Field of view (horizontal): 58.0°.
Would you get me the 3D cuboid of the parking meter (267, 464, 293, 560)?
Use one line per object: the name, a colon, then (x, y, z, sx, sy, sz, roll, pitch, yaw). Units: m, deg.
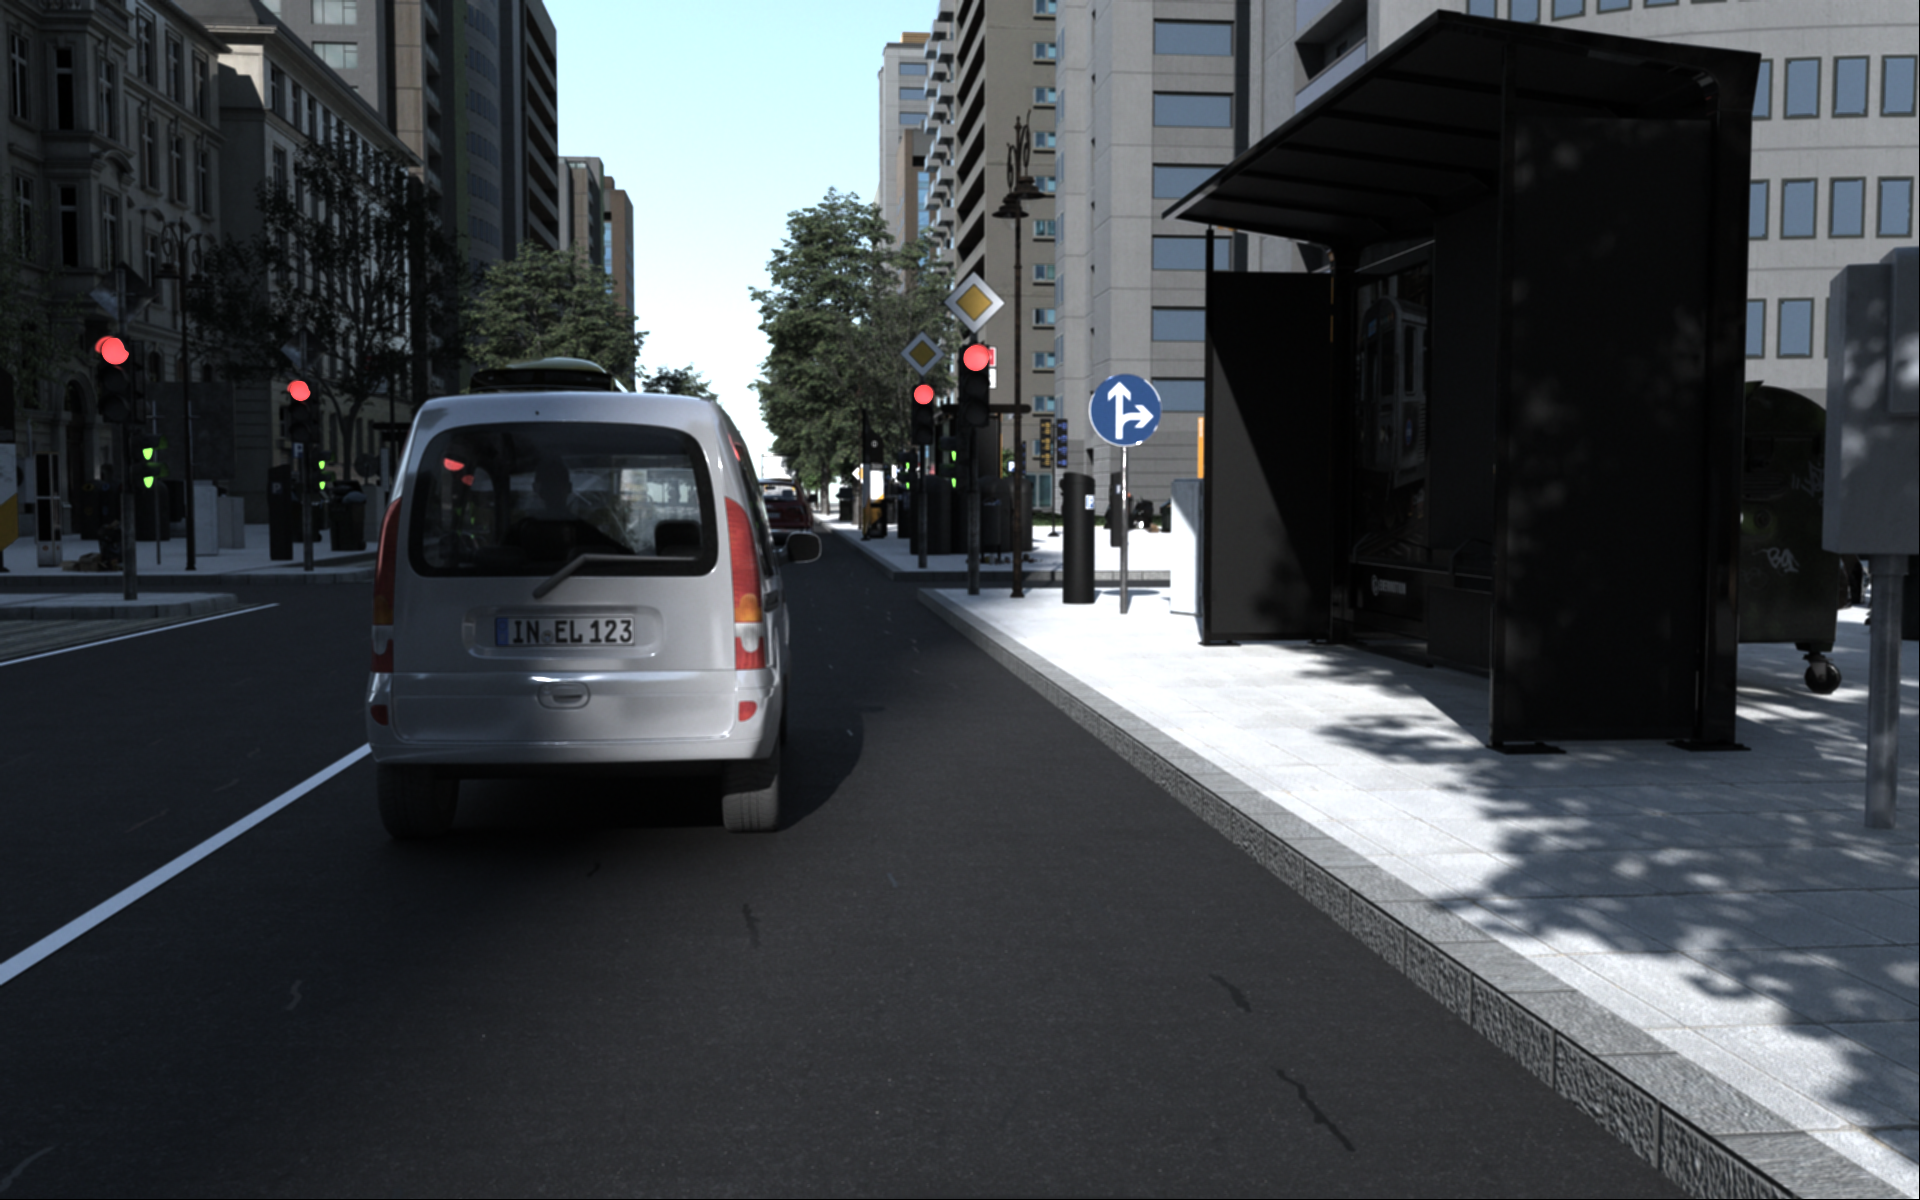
parking meter: (-13.187, -1.704, 33.579, 0.399, 1.863, 0.255, 0, 4, 6)

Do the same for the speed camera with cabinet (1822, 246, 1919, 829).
speed camera with cabinet: (4.391, -0.741, 6.457, 2.038, 3.252, 0.660, 1, 4, 20)

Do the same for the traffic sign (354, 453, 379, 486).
traffic sign: (-18.555, -3.306, 54.152, 0.768, 2.556, 0.104, 0, 4, 0)

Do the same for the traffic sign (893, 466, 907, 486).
traffic sign: (-2.087, -3.598, 60.957, 0.606, 2.300, 0.079, 0, 4, -2)

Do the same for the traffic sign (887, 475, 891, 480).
traffic sign: (-4.584, -6.424, 105.144, 0.768, 2.556, 0.104, 0, 3, 0)

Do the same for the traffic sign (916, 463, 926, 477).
traffic sign: (-1.606, -3.912, 63.971, 0.884, 2.594, 0.081, 0, 4, -5)

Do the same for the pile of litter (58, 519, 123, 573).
pile of litter: (-14.470, -0.920, 28.999, 1.176, 0.858, 1.719, -1, 4, -14)

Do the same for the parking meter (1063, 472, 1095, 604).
parking meter: (1.395, -0.729, 20.328, 0.372, 1.533, 0.369, 0, 3, 0)

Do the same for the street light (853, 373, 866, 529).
street light: (-3.621, -5.496, 62.645, 0.468, 5.910, 1.993, 0, 4, -6)

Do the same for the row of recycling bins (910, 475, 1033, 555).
row of recycling bins: (0.328, -1.872, 37.728, 1.069, 1.692, 3.534, 3, 5, 43)

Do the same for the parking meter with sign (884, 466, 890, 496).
parking meter with sign: (-3.432, -5.102, 79.682, 0.543, 3.016, 1.738, 0, 4, 3)

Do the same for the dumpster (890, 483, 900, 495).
dumpster: (-3.412, -5.379, 93.698, 1.264, 1.857, 1.865, 0, 4, -6)

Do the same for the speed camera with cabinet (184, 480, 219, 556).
speed camera with cabinet: (-16.027, -2.580, 36.525, 0.660, 3.252, 2.038, -2, 4, -26)

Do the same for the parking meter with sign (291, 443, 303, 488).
parking meter with sign: (-22.101, -3.714, 56.991, 0.543, 3.016, 1.738, 0, 4, 7)

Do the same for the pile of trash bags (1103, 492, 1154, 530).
pile of trash bags: (6.149, -3.293, 63.592, 1.912, 1.369, 3.447, 0, 4, 8)

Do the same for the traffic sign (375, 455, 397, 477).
traffic sign: (-18.121, -3.330, 54.548, 0.768, 2.556, 0.104, 0, 4, 0)

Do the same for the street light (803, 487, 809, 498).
street light: (-15.795, -12.702, 180.465, 0.468, 5.910, 1.993, 0, 4, -6)

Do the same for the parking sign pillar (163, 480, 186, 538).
parking sign pillar: (-22.982, -3.837, 51.201, 1.447, 3.967, 1.447, 1, 4, 10)

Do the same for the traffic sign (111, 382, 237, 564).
traffic sign: (-14.281, -2.299, 31.464, 2.265, 3.308, 0.079, 0, 4, 1)

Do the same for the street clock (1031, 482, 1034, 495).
street clock: (4.279, -6.145, 105.045, 0.358, 2.002, 0.471, 1, 4, 21)

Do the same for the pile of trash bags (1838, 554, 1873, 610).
pile of trash bags: (10.766, -0.643, 20.260, 1.912, 1.369, 3.447, 3, 5, 42)

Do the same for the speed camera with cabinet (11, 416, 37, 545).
speed camera with cabinet: (-24.302, -3.039, 44.031, 2.038, 3.252, 0.660, 1, 4, 20)

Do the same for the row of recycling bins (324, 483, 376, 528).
row of recycling bins: (-23.923, -3.606, 66.073, 3.534, 1.692, 1.069, 0, 4, -7)

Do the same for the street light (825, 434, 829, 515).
street light: (-7.941, -8.036, 104.174, 0.468, 5.910, 1.993, 0, 4, -6)

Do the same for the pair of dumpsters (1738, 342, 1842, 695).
pair of dumpsters: (4.792, -0.643, 13.006, 1.574, 2.255, 4.437, 0, 4, -6)

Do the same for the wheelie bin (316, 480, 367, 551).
wheelie bin: (-13.827, -1.907, 39.086, 0.980, 1.594, 0.693, 1, 4, 11)

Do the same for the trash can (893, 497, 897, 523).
trash can: (-3.065, -3.785, 73.546, 0.748, 1.137, 0.748, 0, 3, 0)

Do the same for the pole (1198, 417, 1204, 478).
pole: (6.426, -3.199, 46.141, 0.158, 3.312, 0.155, 0, 3, 0)

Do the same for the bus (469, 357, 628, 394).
bus: (-7.826, -2.640, 34.718, 2.896, 3.916, 12.252, 0, 4, -8)

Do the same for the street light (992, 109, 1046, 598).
street light: (0.712, -2.970, 21.348, 0.468, 5.910, 1.993, 0, 4, -6)

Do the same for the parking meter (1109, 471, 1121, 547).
parking meter: (3.830, -2.217, 41.954, 0.399, 1.863, 0.255, -1, 4, -10)

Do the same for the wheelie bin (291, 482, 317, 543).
wheelie bin: (-17.460, -2.333, 46.056, 0.693, 1.594, 0.980, 3, 4, 38)

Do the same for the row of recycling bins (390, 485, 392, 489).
row of recycling bins: (-24.989, -4.134, 74.699, 1.069, 1.692, 3.534, 2, 4, 29)

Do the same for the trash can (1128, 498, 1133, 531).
trash can: (5.577, -2.933, 59.608, 0.748, 1.137, 0.748, 0, 3, 0)

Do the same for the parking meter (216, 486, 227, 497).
parking meter: (-24.402, -2.987, 57.241, 0.372, 1.533, 0.369, 0, 3, 0)

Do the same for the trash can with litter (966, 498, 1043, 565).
trash can with litter: (0.903, -1.305, 32.387, 1.678, 1.210, 2.233, 3, 5, 39)

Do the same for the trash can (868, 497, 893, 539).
trash can: (-2.412, -2.356, 50.179, 0.748, 1.137, 0.748, 0, 3, 0)

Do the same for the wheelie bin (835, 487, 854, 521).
wheelie bin: (-5.446, -4.560, 82.469, 0.980, 1.594, 0.693, 0, 4, 2)

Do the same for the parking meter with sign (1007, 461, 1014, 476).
parking meter with sign: (2.291, -5.914, 92.961, 0.543, 3.016, 1.738, -2, 4, -34)

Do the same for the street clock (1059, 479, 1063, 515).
street clock: (4.932, -4.758, 82.359, 0.358, 2.002, 0.471, 3, 4, 38)

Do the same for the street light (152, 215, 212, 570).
street light: (-12.973, -3.440, 29.029, 0.468, 5.910, 1.993, 0, 4, -6)

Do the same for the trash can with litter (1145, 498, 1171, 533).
trash can with litter: (6.734, -2.825, 57.577, 1.055, 1.170, 0.624, -1, 4, -14)

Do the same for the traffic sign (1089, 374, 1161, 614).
traffic sign: (1.755, -1.124, 18.487, 0.768, 2.556, 0.104, 0, 4, 1)

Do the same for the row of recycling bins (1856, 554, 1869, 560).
row of recycling bins: (18.799, -1.645, 34.009, 3.534, 1.692, 1.069, 0, 4, -8)

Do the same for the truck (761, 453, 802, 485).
truck: (-12.836, -8.288, 124.414, 2.839, 4.237, 11.283, 0, 4, -5)

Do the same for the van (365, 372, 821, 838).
van: (-1.698, -0.099, 8.638, 2.013, 2.044, 4.112, 0, 4, -5)

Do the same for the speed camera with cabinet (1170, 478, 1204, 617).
speed camera with cabinet: (3.275, -1.487, 18.655, 2.038, 3.252, 0.660, -2, 4, -27)

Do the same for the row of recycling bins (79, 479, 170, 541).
row of recycling bins: (-23.194, -2.507, 48.109, 3.534, 1.692, 1.069, 2, 4, 33)

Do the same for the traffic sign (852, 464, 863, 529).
traffic sign: (-3.581, -3.836, 63.909, 0.795, 2.450, 0.064, 0, 4, 3)

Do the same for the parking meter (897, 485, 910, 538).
parking meter: (-1.628, -2.561, 50.277, 0.372, 1.533, 0.369, 0, 3, 0)
